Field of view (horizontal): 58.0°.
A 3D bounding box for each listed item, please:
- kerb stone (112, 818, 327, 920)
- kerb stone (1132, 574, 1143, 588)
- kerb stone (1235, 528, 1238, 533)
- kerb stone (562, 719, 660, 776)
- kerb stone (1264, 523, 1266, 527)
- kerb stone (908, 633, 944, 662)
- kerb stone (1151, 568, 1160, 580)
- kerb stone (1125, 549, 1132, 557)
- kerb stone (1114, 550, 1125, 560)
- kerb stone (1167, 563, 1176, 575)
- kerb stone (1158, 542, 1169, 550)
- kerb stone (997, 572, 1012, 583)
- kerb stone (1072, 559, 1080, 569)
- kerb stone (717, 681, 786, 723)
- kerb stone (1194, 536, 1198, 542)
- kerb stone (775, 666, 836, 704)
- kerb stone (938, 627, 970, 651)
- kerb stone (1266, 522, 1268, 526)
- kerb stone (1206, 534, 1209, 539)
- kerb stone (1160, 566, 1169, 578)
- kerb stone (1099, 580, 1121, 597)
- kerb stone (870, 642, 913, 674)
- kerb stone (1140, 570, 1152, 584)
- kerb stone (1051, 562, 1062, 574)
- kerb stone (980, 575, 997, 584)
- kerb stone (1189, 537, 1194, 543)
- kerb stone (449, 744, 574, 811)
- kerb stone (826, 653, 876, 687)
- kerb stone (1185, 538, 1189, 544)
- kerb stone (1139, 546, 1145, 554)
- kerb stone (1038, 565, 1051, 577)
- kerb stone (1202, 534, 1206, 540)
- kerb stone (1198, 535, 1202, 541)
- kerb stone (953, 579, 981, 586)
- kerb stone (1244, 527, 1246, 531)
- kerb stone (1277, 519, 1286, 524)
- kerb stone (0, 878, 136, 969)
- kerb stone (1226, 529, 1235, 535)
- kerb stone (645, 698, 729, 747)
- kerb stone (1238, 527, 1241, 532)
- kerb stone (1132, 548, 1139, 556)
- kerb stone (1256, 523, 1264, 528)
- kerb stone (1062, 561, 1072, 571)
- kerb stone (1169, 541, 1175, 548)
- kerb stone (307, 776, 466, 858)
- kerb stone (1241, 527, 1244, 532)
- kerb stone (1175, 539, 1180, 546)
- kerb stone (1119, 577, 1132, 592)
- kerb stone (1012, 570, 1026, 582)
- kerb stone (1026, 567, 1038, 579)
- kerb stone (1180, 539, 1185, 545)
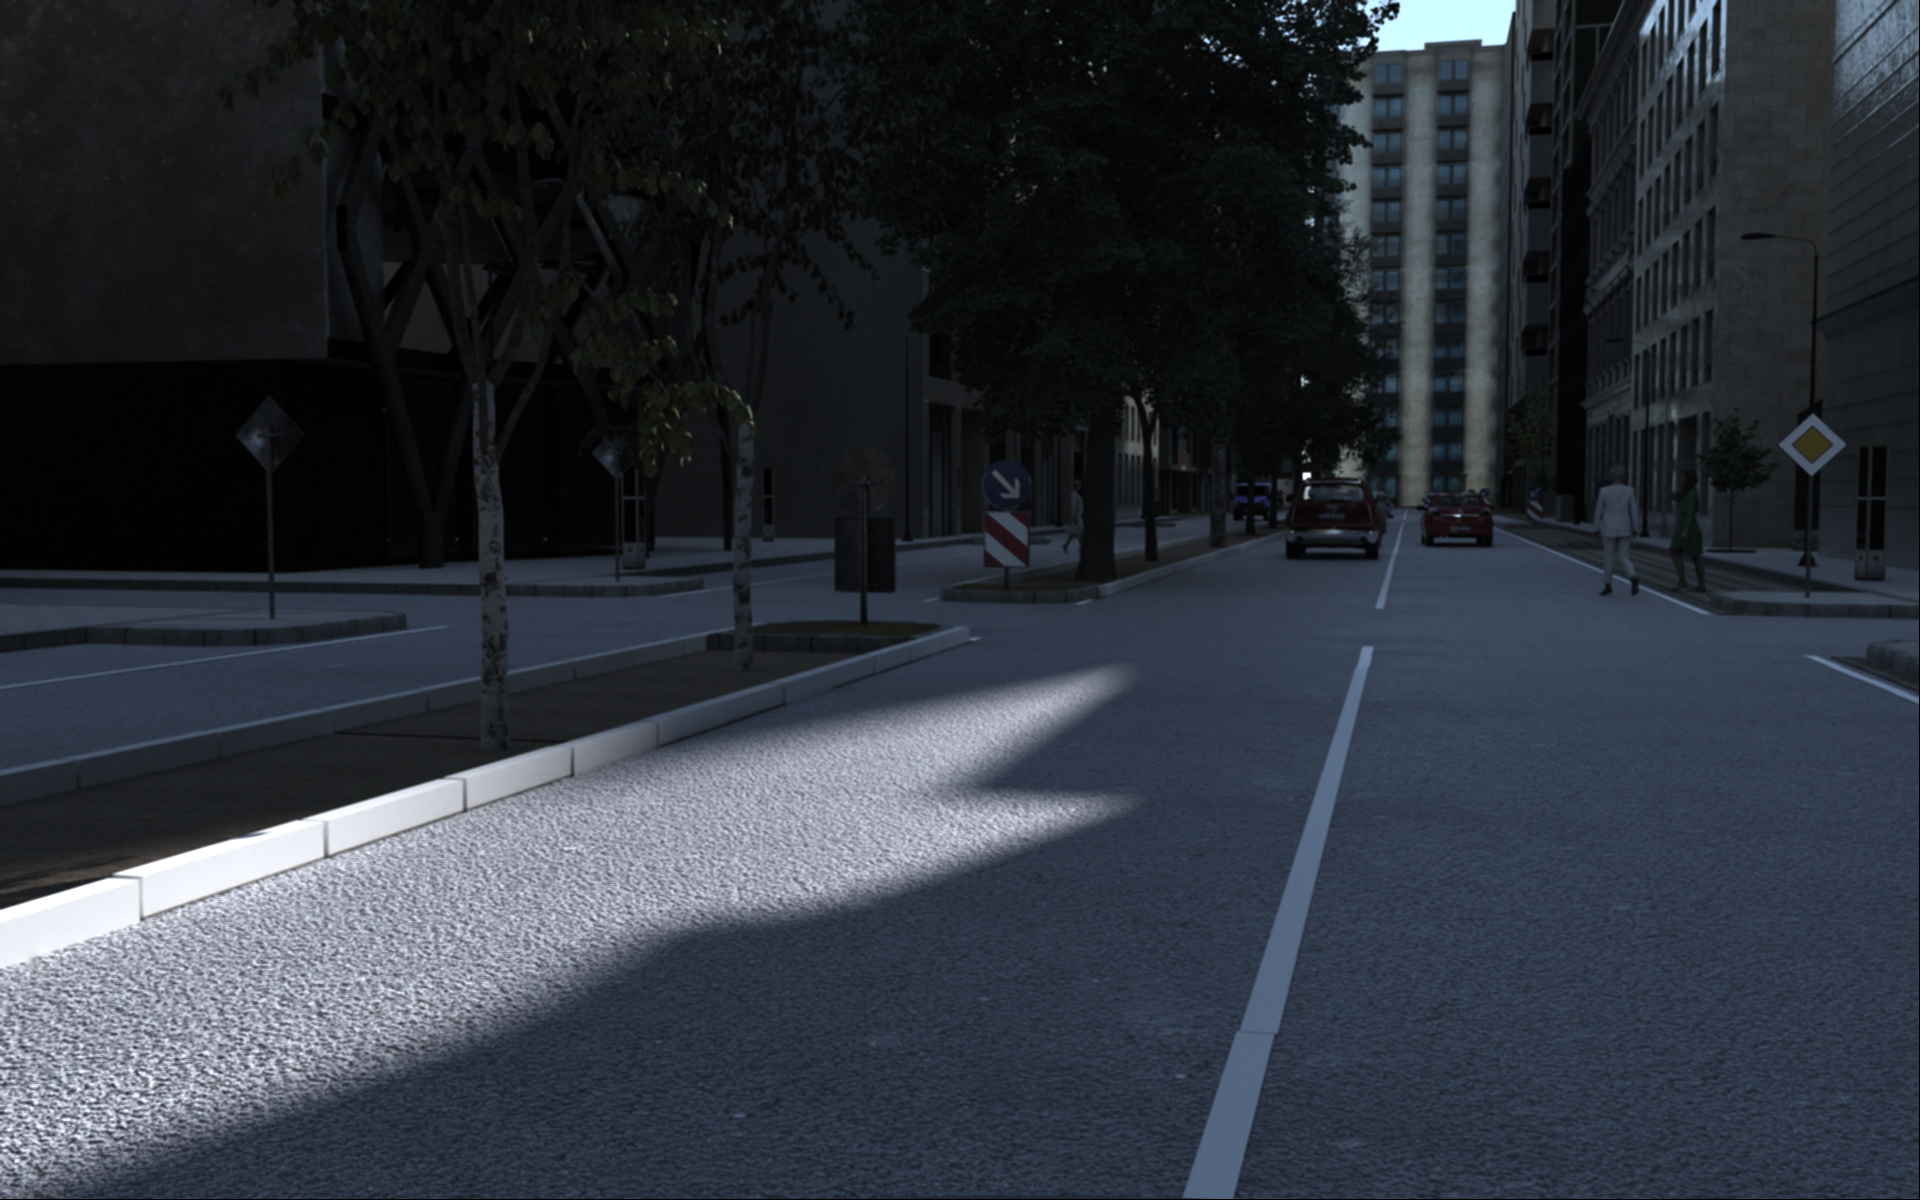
[{"bbox_3d":[-2.677,0.971,6.316,0.120,0.150,1.000,1,4,15],"label":"kerb stone"},{"bbox_3d":[2.640,-0.266,26.698,0.120,0.150,1.000,1,4,15],"label":"kerb stone"},{"bbox_3d":[9.910,-2.490,62.962,0.120,0.150,1.000,1,4,15],"label":"kerb stone"},{"bbox_3d":[-1.894,0.792,9.305,0.120,0.150,1.000,1,4,15],"label":"kerb stone"},{"bbox_3d":[13.021,-3.222,74.875,0.120,0.150,1.000,1,4,15],"label":"kerb stone"},{"bbox_3d":[-0.348,0.427,15.246,0.120,0.150,1.000,1,4,15],"label":"kerb stone"},{"bbox_3d":[3.143,-0.397,28.685,0.120,0.150,1.000,1,4,15],"label":"kerb stone"},{"bbox_3d":[3.700,-1.031,39.116,0.120,0.150,1.000,1,4,15],"label":"kerb stone"},{"bbox_3d":[3.444,-0.972,38.126,0.120,0.150,1.000,1,4,15],"label":"kerb stone"},{"bbox_3d":[3.662,-0.518,30.668,0.120,0.150,1.000,1,4,15],"label":"kerb stone"},{"bbox_3d":[5.253,-1.400,45.083,0.120,0.150,1.000,1,4,15],"label":"kerb stone"},{"bbox_3d":[0.600,-0.307,27.216,0.120,0.150,1.000,1,4,15],"label":"kerb stone"},{"bbox_3d":[2.146,-0.671,33.167,0.120,0.150,1.000,1,4,15],"label":"kerb stone"},{"bbox_3d":[-1.386,0.671,11.288,0.120,0.150,1.000,1,4,15],"label":"kerb stone"},{"bbox_3d":[6.812,-1.764,51.033,0.120,0.150,1.000,1,4,15],"label":"kerb stone"},{"bbox_3d":[-1.118,0.607,12.275,0.120,0.150,1.000,1,4,15],"label":"kerb stone"},{"bbox_3d":[-0.092,0.365,16.235,0.120,0.150,1.000,1,4,15],"label":"kerb stone"},{"bbox_3d":[13.279,-3.282,75.870,0.120,0.150,1.000,1,4,15],"label":"kerb stone"},{"bbox_3d":[7.581,-1.946,54.020,0.120,0.150,1.000,1,4,15],"label":"kerb stone"},{"bbox_3d":[3.408,-0.455,29.672,0.120,0.150,1.000,1,4,15],"label":"kerb stone"},{"bbox_3d":[2.118,-0.150,24.705,0.120,0.150,1.000,1,4,15],"label":"kerb stone"},{"bbox_3d":[-0.607,0.486,14.255,0.120,0.150,1.000,1,4,15],"label":"kerb stone"},{"bbox_3d":[2.900,-0.336,27.687,0.120,0.150,1.000,1,4,15],"label":"kerb stone"},{"bbox_3d":[1.640,-0.547,31.180,0.120,0.150,1.000,1,4,15],"label":"kerb stone"},{"bbox_3d":[0.341,-0.245,26.223,0.120,0.150,1.000,1,4,15],"label":"kerb stone"},{"bbox_3d":[6.554,-1.701,50.037,0.120,0.150,1.000,1,4,15],"label":"kerb stone"},{"bbox_3d":[-2.157,0.849,8.314,0.120,0.150,1.000,1,4,15],"label":"kerb stone"},{"bbox_3d":[-0.868,0.548,13.267,0.120,0.150,1.000,1,4,15],"label":"kerb stone"},{"bbox_3d":[6.291,-1.642,49.048,0.120,0.150,1.000,1,4,15],"label":"kerb stone"},{"bbox_3d":[4.228,-1.156,41.097,0.120,0.150,1.000,1,4,15],"label":"kerb stone"},{"bbox_3d":[1.379,-0.489,30.192,0.120,0.150,1.000,1,4,15],"label":"kerb stone"},{"bbox_3d":[7.326,-1.885,53.019,0.120,0.150,1.000,1,4,15],"label":"kerb stone"},{"bbox_3d":[7.062,-1.824,52.024,0.120,0.150,1.000,1,4,15],"label":"kerb stone"},{"bbox_3d":[0.083,-0.180,25.233,0.120,0.150,1.000,1,4,15],"label":"kerb stone"},{"bbox_3d":[10.686,-2.675,65.937,0.120,0.150,1.000,1,4,15],"label":"kerb stone"},{"bbox_3d":[16.122,-3.951,86.790,0.120,0.150,1.000,1,4,15],"label":"kerb stone"},{"bbox_3d":[-2.928,1.039,5.325,0.120,0.150,1.000,1,4,15],"label":"kerb stone"},{"bbox_3d":[9.655,-2.430,61.971,0.120,0.150,1.000,1,4,15],"label":"kerb stone"},{"bbox_3d":[-1.635,0.728,10.293,0.120,0.150,1.000,1,4,15],"label":"kerb stone"},{"bbox_3d":[10.175,-2.552,63.955,0.120,0.150,1.000,1,4,15],"label":"kerb stone"},{"bbox_3d":[3.957,-1.096,40.111,0.120,0.150,1.000,1,4,15],"label":"kerb stone"},{"bbox_3d":[12.751,-3.160,73.889,0.120,0.150,1.000,1,4,15],"label":"kerb stone"},{"bbox_3d":[1.889,-0.611,32.177,0.120,0.150,1.000,1,4,15],"label":"kerb stone"},{"bbox_3d":[5.528,-1.460,46.072,0.120,0.150,1.000,1,4,15],"label":"kerb stone"},{"bbox_3d":[-2.418,0.912,7.316,0.120,0.150,1.000,1,4,15],"label":"kerb stone"},{"bbox_3d":[10.434,-2.614,64.944,0.120,0.150,1.000,1,4,15],"label":"kerb stone"},{"bbox_3d":[5.775,-1.521,47.065,0.120,0.150,1.000,1,4,15],"label":"kerb stone"},{"bbox_3d":[2.377,-0.214,25.702,0.120,0.150,1.000,1,4,15],"label":"kerb stone"},{"bbox_3d":[0.861,-0.367,28.204,0.120,0.150,1.000,1,4,15],"label":"kerb stone"},{"bbox_3d":[1.116,-0.427,29.194,0.120,0.150,1.000,1,4,15],"label":"kerb stone"},{"bbox_3d":[6.038,-1.579,48.058,0.120,0.150,1.000,1,4,15],"label":"kerb stone"}]
